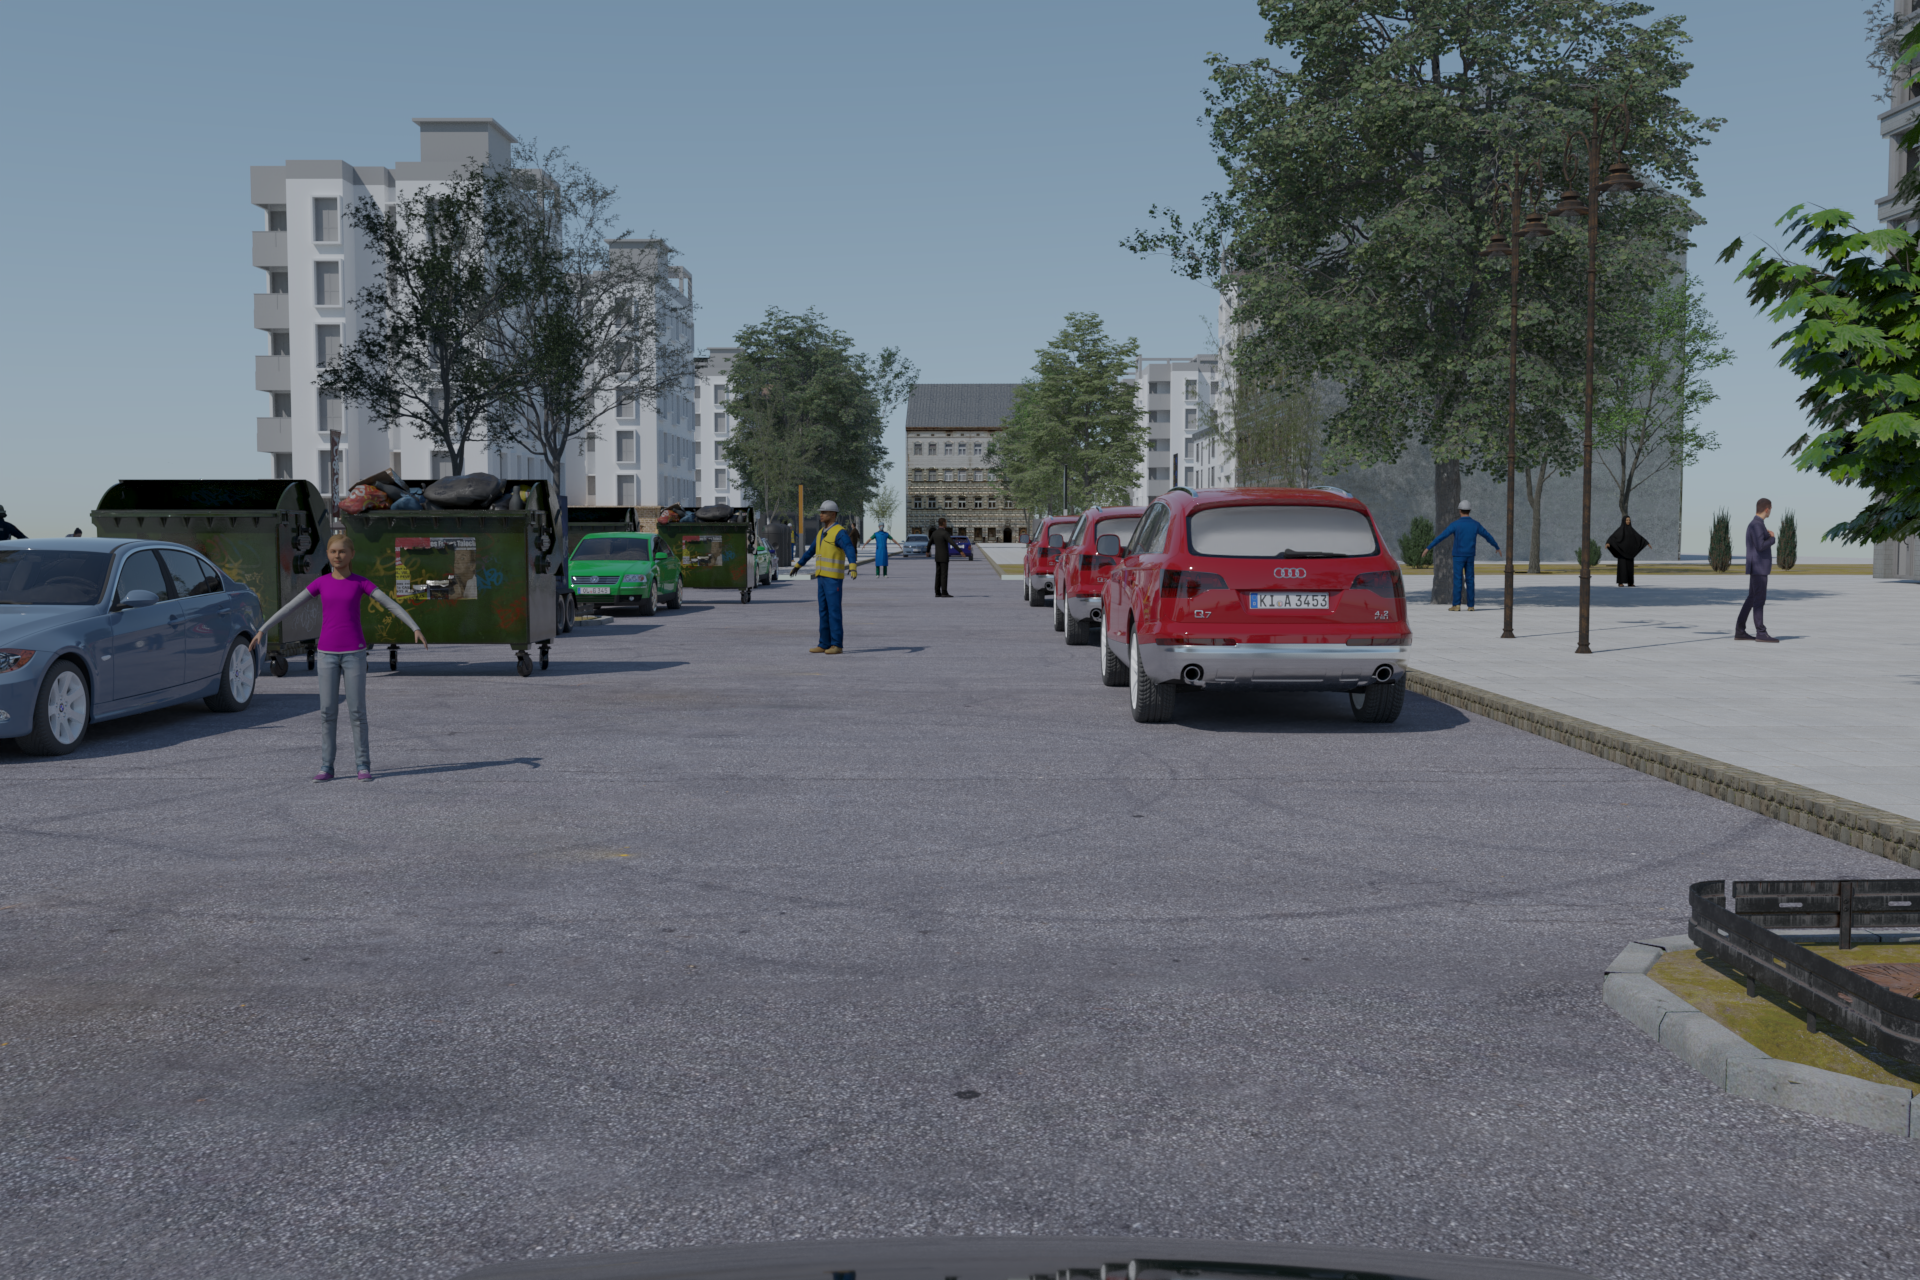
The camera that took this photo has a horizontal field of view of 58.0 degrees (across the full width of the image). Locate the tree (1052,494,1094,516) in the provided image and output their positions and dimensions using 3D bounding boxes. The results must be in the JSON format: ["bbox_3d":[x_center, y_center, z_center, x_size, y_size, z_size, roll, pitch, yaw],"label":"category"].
[{"bbox_3d":[16.536,-20.337,250.642,7.486,12.596,7.792,0,3,0],"label":"tree"}]

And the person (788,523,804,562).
[{"bbox_3d":[-7.772,-4.467,79.492,1.216,1.772,0.721,-1,4,-23],"label":"person"}]

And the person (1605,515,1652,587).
[{"bbox_3d":[16.202,-2.155,42.020,1.214,1.737,0.721,-1,4,-9],"label":"person"}]

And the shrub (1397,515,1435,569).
[{"bbox_3d":[16.970,-3.637,63.885,1.690,2.028,1.600,0,3,0],"label":"shrub"}]

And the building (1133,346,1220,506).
[{"bbox_3d":[23.474,-19.939,182.424,16.016,20.090,11.380,0,4,0],"label":"building"}]

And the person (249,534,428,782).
[{"bbox_3d":[-3.581,0.105,10.008,0.991,1.433,0.599,-1,4,-9],"label":"person"}]

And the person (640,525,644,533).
[{"bbox_3d":[-15.541,-4.716,83.912,0.721,1.733,1.217,0,4,-3],"label":"person"}]

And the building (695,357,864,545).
[{"bbox_3d":[-26.991,-22.784,216.497,27.936,21.610,32.646,0,4,0],"label":"building"}]

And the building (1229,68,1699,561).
[{"bbox_3d":[25.214,-15.916,91.151,19.493,23.208,18.063,0,4,0],"label":"building"}]

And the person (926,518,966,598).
[{"bbox_3d":[-0.382,-1.863,39.149,0.704,1.802,1.346,-3,5,-40],"label":"person"}]

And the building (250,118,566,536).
[{"bbox_3d":[-26.208,-13.687,80.196,16.016,20.090,11.380,0,3,0],"label":"building"}]

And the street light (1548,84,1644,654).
[{"bbox_3d":[6.707,-2.793,18.449,0.468,5.910,1.993,0,3,0],"label":"street light"}]

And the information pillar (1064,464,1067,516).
[{"bbox_3d":[3.563,-4.110,58.546,0.183,3.616,0.504,0,4,-1],"label":"information pillar"}]

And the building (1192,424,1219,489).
[{"bbox_3d":[24.071,-11.591,131.666,9.099,9.664,28.070,0,4,0],"label":"building"}]

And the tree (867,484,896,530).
[{"bbox_3d":[-11.250,-18.135,246.876,4.737,8.622,4.395,0,3,0],"label":"tree"}]

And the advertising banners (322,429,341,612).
[{"bbox_3d":[-10.464,-1.969,28.376,0.090,3.025,2.074,0,4,0],"label":"advertising banners"}]

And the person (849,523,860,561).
[{"bbox_3d":[-5.025,-4.628,81.810,0.704,1.812,1.346,2,4,26],"label":"person"}]

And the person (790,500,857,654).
[{"bbox_3d":[-1.586,-0.754,20.757,0.705,1.833,1.349,-3,4,-38],"label":"person"}]

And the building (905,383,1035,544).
[{"bbox_3d":[1.761,-25.550,251.131,18.063,23.208,19.493,0,4,2],"label":"building"}]

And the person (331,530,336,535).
[{"bbox_3d":[-22.587,-3.383,61.504,1.347,1.806,0.705,-2,4,-28],"label":"person"}]

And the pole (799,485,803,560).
[{"bbox_3d":[-6.628,-4.796,72.265,0.158,3.312,0.155,0,3,0],"label":"pole"}]

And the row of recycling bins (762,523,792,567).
[{"bbox_3d":[-7.209,-3.758,68.549,1.069,1.692,3.534,0,4,0],"label":"row of recycling bins"}]

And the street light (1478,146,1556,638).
[{"bbox_3d":[6.763,-2.961,21.196,0.468,5.910,1.993,0,4,0],"label":"street light"}]

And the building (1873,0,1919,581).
[{"bbox_3d":[28.304,-11.683,37.700,8.464,21.280,15.925,0,4,1],"label":"building"}]

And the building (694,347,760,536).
[{"bbox_3d":[-27.062,-19.579,176.535,16.016,20.090,11.380,0,4,1],"label":"building"}]

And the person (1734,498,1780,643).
[{"bbox_3d":[9.520,-0.837,20.644,0.530,1.710,0.541,2,4,31],"label":"person"}]

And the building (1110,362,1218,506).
[{"bbox_3d":[22.416,-20.942,198.828,16.016,20.090,11.380,0,4,0],"label":"building"}]

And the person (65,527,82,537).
[{"bbox_3d":[-21.002,-1.935,40.874,0.799,1.438,0.628,-1,4,-9],"label":"person"}]

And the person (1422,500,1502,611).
[{"bbox_3d":[8.374,-1.402,28.799,1.347,1.842,0.705,0,4,-3],"label":"person"}]

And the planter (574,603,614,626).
[{"bbox_3d":[-6.630,-0.401,27.697,1.991,0.319,1.994,0,4,0],"label":"planter"}]

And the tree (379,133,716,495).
[{"bbox_3d":[-12.555,-8.750,53.432,12.009,13.543,11.850,0,3,0],"label":"tree"}]

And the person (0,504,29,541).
[{"bbox_3d":[-18.276,-1.658,32.983,1.351,1.845,0.704,-1,4,-21],"label":"person"}]

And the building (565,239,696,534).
[{"bbox_3d":[-24.248,-15.653,112.352,16.016,20.090,11.380,0,4,1],"label":"building"}]

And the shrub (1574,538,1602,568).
[{"bbox_3d":[23.937,-3.355,65.964,1.383,1.207,1.383,0,3,0],"label":"shrub"}]

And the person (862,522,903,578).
[{"bbox_3d":[-2.547,-2.923,56.373,1.347,1.817,0.704,-1,4,-12],"label":"person"}]

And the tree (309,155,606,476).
[{"bbox_3d":[-11.993,-6.579,41.972,8.767,10.594,7.601,2,4,32],"label":"tree"}]

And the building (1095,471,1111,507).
[{"bbox_3d":[23.162,-17.559,229.233,9.099,9.664,28.070,0,4,1],"label":"building"}]

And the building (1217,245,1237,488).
[{"bbox_3d":[22.221,-15.751,113.940,16.016,20.090,11.380,0,4,0],"label":"building"}]
